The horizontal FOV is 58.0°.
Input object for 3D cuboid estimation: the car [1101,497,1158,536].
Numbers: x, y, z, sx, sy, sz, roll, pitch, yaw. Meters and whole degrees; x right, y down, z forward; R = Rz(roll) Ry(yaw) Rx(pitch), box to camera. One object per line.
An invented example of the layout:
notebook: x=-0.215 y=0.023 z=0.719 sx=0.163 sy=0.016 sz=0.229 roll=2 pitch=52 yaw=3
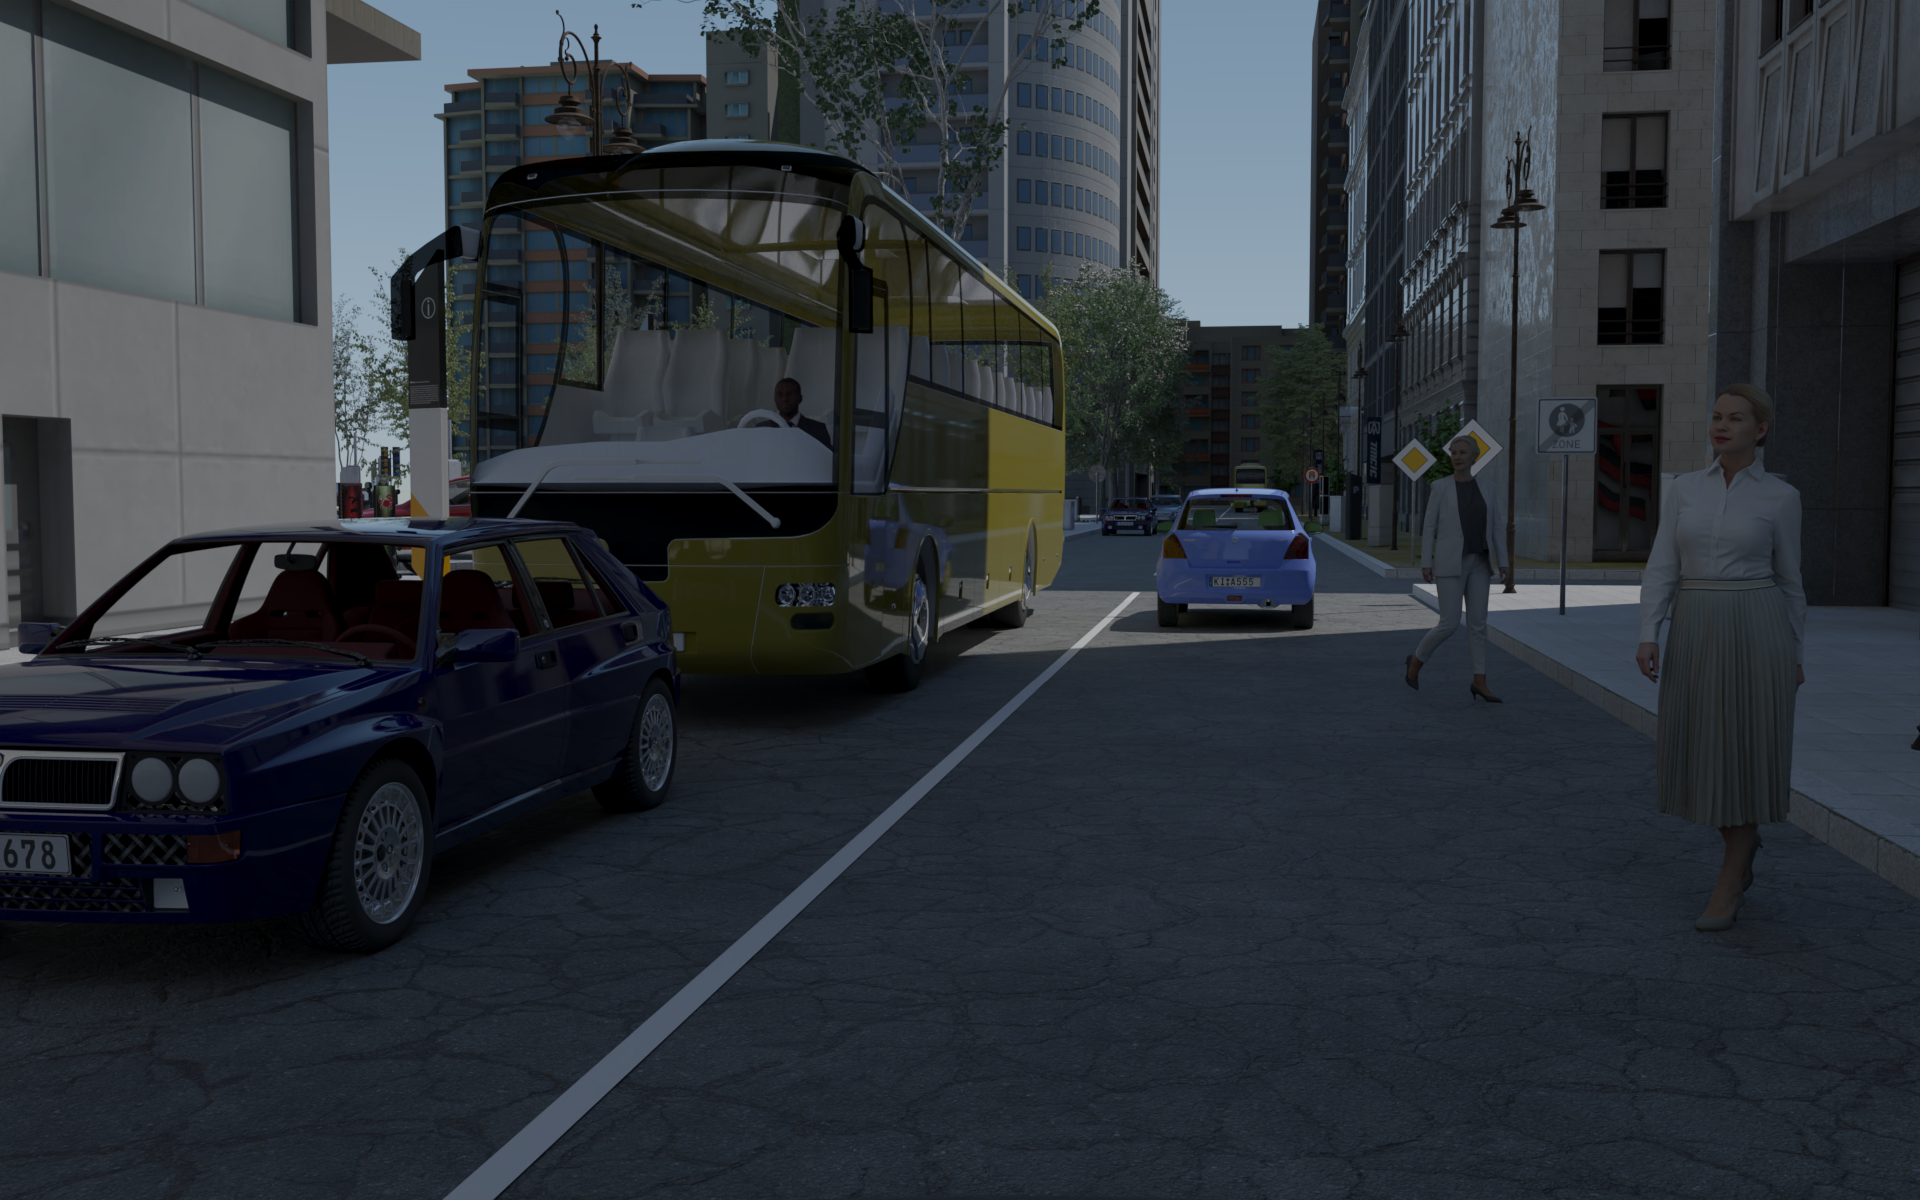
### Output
car: x=5.953 y=-2.936 z=60.588 sx=1.945 sy=1.354 sz=3.894 roll=1 pitch=4 yaw=11

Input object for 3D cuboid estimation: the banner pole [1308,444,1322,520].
banner pole: x=17.695 y=-5.868 z=85.965 sx=0.863 sy=3.779 sz=0.401 roll=-1 pitch=4 yaw=-15

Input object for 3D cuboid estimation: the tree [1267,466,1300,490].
tree: x=32.591 y=-11.674 z=174.583 sx=4.285 sy=4.588 sz=4.351 roll=0 pitch=3 yaw=0

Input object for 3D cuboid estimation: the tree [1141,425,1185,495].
tree: x=14.982 y=-11.081 z=131.538 sx=4.737 sy=8.622 sz=4.395 roll=0 pitch=3 yaw=0

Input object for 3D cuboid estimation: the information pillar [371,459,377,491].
information pillar: x=-38.736 y=-7.534 z=114.540 sx=0.504 sy=3.616 sz=0.183 roll=2 pitch=4 yaw=31

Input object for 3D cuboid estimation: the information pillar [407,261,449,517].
information pillar: x=-5.141 y=-1.555 z=16.781 sx=0.504 sy=3.616 sz=0.183 roll=2 pitch=4 yaw=34

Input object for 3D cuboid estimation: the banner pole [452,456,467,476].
banner pole: x=-30.744 y=-7.065 z=105.526 sx=0.863 sy=3.779 sz=0.401 roll=0 pitch=4 yaw=5

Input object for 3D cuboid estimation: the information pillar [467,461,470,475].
information pillar: x=-31.995 y=-7.448 z=113.128 sx=0.504 sy=3.616 sz=0.183 roll=3 pitch=4 yaw=39

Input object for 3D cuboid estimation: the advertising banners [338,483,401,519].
advertising banners: x=-8.530 y=-1.718 z=24.278 sx=0.090 sy=3.025 sz=2.074 roll=1 pitch=4 yaw=19

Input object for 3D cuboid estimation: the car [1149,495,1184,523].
car: x=8.576 y=-3.686 z=72.262 sx=2.014 sy=1.417 sz=4.499 roll=1 pitch=4 yaw=10

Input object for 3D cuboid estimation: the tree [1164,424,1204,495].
tree: x=22.875 y=-13.936 z=178.209 sx=4.360 sy=8.622 sz=3.978 roll=0 pitch=3 yaw=0

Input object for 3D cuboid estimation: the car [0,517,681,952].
car: x=-2.430 y=0.356 z=6.754 sx=1.945 sy=1.354 sz=3.894 roll=1 pitch=4 yaw=10

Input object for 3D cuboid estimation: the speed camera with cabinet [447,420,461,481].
speed camera with cabinet: x=-13.463 y=-3.218 z=46.951 sx=0.660 sy=3.252 sz=2.038 roll=2 pitch=4 yaw=28

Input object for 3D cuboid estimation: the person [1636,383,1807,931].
person: x=2.614 y=0.175 z=5.872 sx=0.641 sy=1.798 sz=0.478 roll=-3 pitch=5 yaw=-43

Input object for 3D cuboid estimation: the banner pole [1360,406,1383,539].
banner pole: x=11.672 y=-3.636 z=49.474 sx=0.863 sy=3.779 sz=0.401 roll=-1 pitch=4 yaw=-16

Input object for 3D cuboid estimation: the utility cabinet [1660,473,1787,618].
utility cabinet: x=7.800 y=-0.553 z=17.714 sx=1.173 sy=1.500 sz=0.318 roll=0 pitch=4 yaw=-3

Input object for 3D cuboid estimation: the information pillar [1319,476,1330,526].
information pillar: x=14.721 y=-4.002 z=69.931 sx=0.304 sy=2.012 sz=0.304 roll=-1 pitch=4 yaw=-10

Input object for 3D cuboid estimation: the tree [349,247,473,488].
tree: x=-15.894 y=-6.189 z=51.546 sx=4.737 sy=8.622 sz=4.395 roll=0 pitch=3 yaw=0

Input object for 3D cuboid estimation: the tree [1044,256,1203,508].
tree: x=8.072 y=-11.331 z=91.911 sx=9.857 sy=13.997 sz=8.962 roll=0 pitch=3 yaw=0

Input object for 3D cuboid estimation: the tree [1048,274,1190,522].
tree: x=6.868 y=-9.494 z=80.976 sx=9.928 sy=11.665 sz=9.643 roll=0 pitch=3 yaw=0

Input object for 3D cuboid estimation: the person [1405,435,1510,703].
person: x=3.487 y=-0.232 z=12.167 sx=0.514 sy=1.842 sz=0.818 roll=-2 pitch=4 yaw=-29

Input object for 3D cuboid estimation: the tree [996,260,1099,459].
tree: x=2.090 y=-6.333 z=53.901 sx=4.737 sy=8.622 sz=4.395 roll=0 pitch=3 yaw=0

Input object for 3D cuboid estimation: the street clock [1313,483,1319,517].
street clock: x=20.200 y=-5.735 z=98.330 sx=0.358 sy=2.002 sz=0.471 roll=0 pitch=4 yaw=-6

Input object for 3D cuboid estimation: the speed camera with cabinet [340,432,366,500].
speed camera with cabinet: x=-19.756 y=-3.781 z=56.162 sx=0.660 sy=3.252 sz=2.038 roll=-1 pitch=4 yaw=-17

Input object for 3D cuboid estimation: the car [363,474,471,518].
car: x=-8.206 y=-1.308 z=30.067 sx=5.304 sy=1.827 sz=2.281 roll=1 pitch=4 yaw=10

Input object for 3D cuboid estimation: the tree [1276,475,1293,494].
tree: x=30.269 y=-10.125 z=160.141 sx=1.663 sy=3.219 sz=1.824 roll=0 pitch=3 yaw=0

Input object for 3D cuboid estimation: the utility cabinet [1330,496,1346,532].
utility cabinet: x=12.896 y=-2.917 z=58.861 sx=0.306 sy=1.237 sz=1.020 roll=-1 pitch=4 yaw=-9

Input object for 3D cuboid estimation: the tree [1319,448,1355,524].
tree: x=15.855 y=-4.824 z=73.477 sx=1.663 sy=3.219 sz=1.824 roll=0 pitch=3 yaw=0

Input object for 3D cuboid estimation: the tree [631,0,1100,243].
tree: x=-1.831 y=-11.364 z=41.696 sx=12.611 sy=20.169 sz=13.585 roll=0 pitch=3 yaw=0

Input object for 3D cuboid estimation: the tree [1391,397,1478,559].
tree: x=9.734 y=-2.439 z=34.486 sx=1.663 sy=3.219 sz=1.824 roll=0 pitch=3 yaw=0

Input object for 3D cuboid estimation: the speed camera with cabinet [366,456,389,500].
speed camera with cabinet: x=-30.381 y=-5.780 z=88.845 sx=2.038 sy=3.252 sz=0.660 roll=-2 pitch=4 yaw=-32

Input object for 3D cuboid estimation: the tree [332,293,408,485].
tree: x=-22.257 y=-6.886 z=62.944 sx=4.360 sy=8.622 sz=3.978 roll=0 pitch=3 yaw=0

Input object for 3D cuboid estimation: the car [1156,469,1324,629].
car: x=3.191 y=-0.628 z=19.861 sx=1.945 sy=1.707 sz=3.694 roll=1 pitch=4 yaw=10

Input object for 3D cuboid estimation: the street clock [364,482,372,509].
street clock: x=-35.018 y=-5.993 z=102.559 sx=0.471 sy=2.002 sz=0.358 roll=2 pitch=4 yaw=35

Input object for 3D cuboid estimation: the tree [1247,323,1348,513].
tree: x=22.887 y=-12.014 z=114.557 sx=7.486 sy=12.596 sz=7.792 roll=0 pitch=3 yaw=0

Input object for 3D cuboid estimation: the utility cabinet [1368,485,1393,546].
utility cabinet: x=10.360 y=-2.072 z=42.557 sx=0.318 sy=1.500 sz=1.173 roll=2 pitch=4 yaw=33

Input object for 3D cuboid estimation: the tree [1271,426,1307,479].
tree: x=34.454 y=-14.141 z=181.567 sx=4.737 sy=8.622 sz=4.395 roll=0 pitch=3 yaw=0

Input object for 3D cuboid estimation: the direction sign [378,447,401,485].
direction sign: x=-27.201 y=-5.553 z=82.795 sx=0.876 sy=3.537 sz=0.379 roll=-1 pitch=4 yaw=-17
